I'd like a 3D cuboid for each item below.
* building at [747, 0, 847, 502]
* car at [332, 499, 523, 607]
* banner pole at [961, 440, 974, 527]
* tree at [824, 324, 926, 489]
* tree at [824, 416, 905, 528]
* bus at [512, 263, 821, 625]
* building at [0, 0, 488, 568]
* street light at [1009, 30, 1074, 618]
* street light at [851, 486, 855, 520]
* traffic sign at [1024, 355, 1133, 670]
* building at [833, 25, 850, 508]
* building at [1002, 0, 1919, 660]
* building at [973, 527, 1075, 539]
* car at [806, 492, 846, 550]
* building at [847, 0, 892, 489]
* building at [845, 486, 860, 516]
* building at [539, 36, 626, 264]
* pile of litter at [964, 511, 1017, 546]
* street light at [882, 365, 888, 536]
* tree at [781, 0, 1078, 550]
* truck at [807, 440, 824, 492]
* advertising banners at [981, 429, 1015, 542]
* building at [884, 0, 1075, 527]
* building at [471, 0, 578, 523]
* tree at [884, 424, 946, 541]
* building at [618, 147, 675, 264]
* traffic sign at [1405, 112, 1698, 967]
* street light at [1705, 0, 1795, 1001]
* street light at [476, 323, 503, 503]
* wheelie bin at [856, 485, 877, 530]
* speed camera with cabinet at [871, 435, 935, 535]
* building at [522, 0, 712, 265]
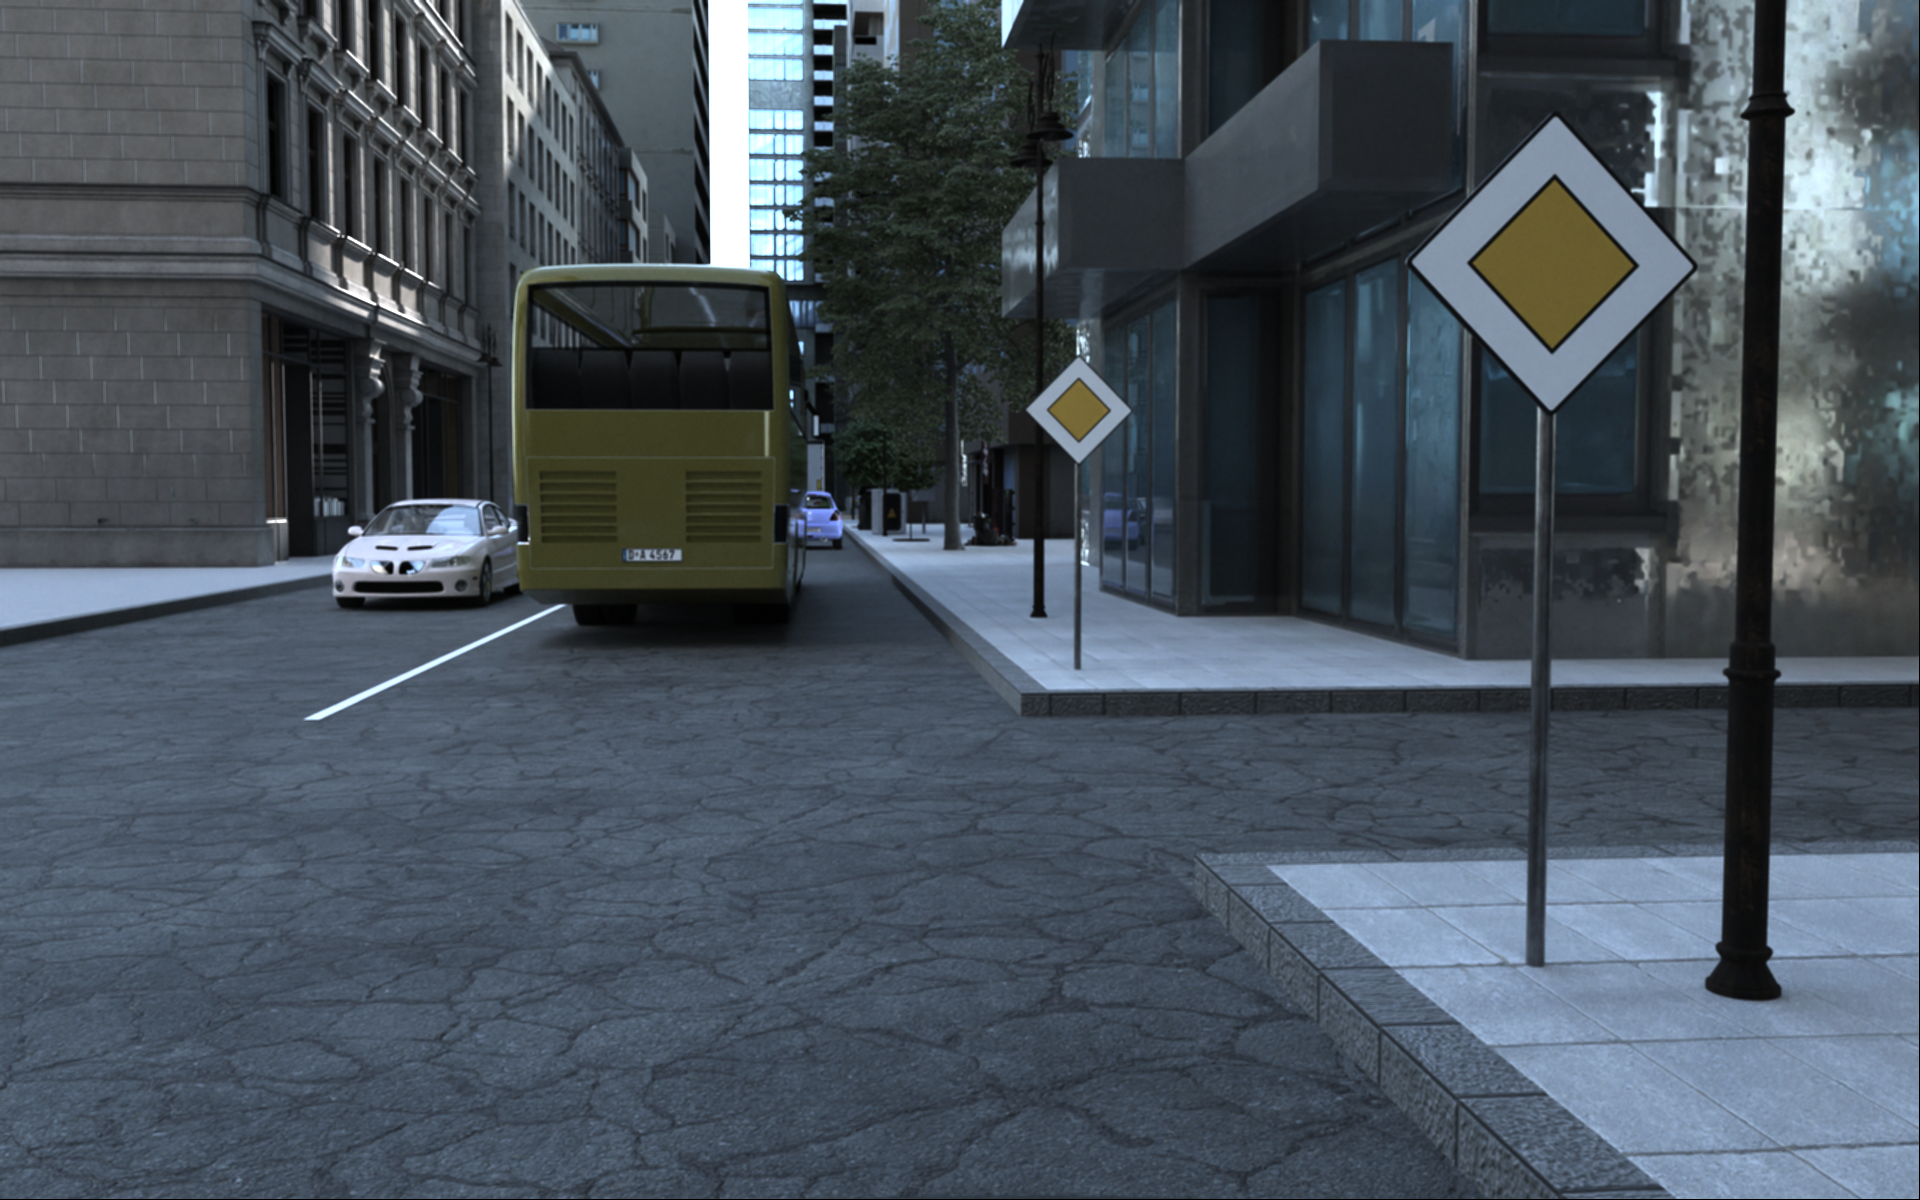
[{"bbox_3d":[-10.271,-53.097,180.805,31.000,86.520,22.319,0,4,-5],"label":"building"},{"bbox_3d":[-7.070,-0.679,23.458,2.083,1.381,4.827,0,4,-5],"label":"car"},{"bbox_3d":[0.251,-4.676,66.475,0.401,3.779,0.863,2,4,31],"label":"banner pole"},{"bbox_3d":[-3.350,-7.395,71.263,4.360,8.622,3.978,0,3,0],"label":"tree"},{"bbox_3d":[-3.549,-5.058,66.418,4.285,4.588,4.351,0,3,0],"label":"tree"},{"bbox_3d":[-3.263,-1.856,21.900,2.896,3.916,12.252,0,4,-4],"label":"bus"},{"bbox_3d":[-16.811,-10.992,30.630,10.553,20.767,40.483,0,4,-5],"label":"building"},{"bbox_3d":[0.823,-2.759,17.903,0.468,5.910,1.993,0,4,-5],"label":"street light"},{"bbox_3d":[-5.387,-6.992,87.109,0.468,5.910,1.993,0,4,-5],"label":"street light"},{"bbox_3d":[0.857,-0.548,12.609,0.795,2.450,0.064,0,4,-5],"label":"traffic sign"},{"bbox_3d":[-4.331,-28.873,155.669,14.154,41.232,14.086,0,4,-5],"label":"building"},{"bbox_3d":[15.745,-24.640,22.473,30.456,49.044,23.786,0,4,-5],"label":"building"},{"bbox_3d":[7.604,-24.769,55.078,14.600,45.320,14.200,0,4,-5],"label":"building"},{"bbox_3d":[-3.988,-2.226,45.981,1.945,1.707,3.694,0,4,-5],"label":"car"},{"bbox_3d":[4.930,-33.399,135.305,28.713,52.752,27.495,0,4,-5],"label":"building"},{"bbox_3d":[8.902,-25.581,110.130,32.217,40.220,23.993,0,4,-5],"label":"building"},{"bbox_3d":[-20.619,-13.915,76.667,9.793,20.994,18.267,0,4,-5],"label":"building"},{"bbox_3d":[0.714,-1.789,43.222,1.176,0.858,1.719,-2,4,-30],"label":"pile of litter"},{"bbox_3d":[-2.288,-4.887,52.688,0.468,5.910,1.993,0,4,-5],"label":"street light"},{"bbox_3d":[-0.164,-7.396,39.056,7.486,12.596,7.792,0,3,0],"label":"tree"},{"bbox_3d":[-8.884,-6.464,94.596,2.839,4.237,11.283,0,4,-7],"label":"truck"},{"bbox_3d":[0.992,-3.066,46.317,0.090,3.025,2.074,-1,4,-23],"label":"advertising banners"},{"bbox_3d":[3.679,-26.329,80.594,14.600,45.320,14.200,0,4,-5],"label":"building"},{"bbox_3d":[-19.419,-12.504,59.194,10.420,20.320,16.860,0,4,-5],"label":"building"},{"bbox_3d":[-1.433,-3.216,47.178,1.663,3.219,1.824,0,3,0],"label":"tree"},{"bbox_3d":[-31.396,-15.582,99.806,27.650,21.520,28.899,0,4,-5],"label":"building"},{"bbox_3d":[1.564,-0.062,4.655,0.795,2.450,0.064,0,4,-5],"label":"traffic sign"},{"bbox_3d":[2.022,-1.927,4.294,0.468,5.910,1.993,0,4,-5],"label":"street light"},{"bbox_3d":[-12.738,-4.540,47.017,0.468,5.910,1.993,0,4,-5],"label":"street light"},{"bbox_3d":[-3.219,-3.296,61.798,0.980,1.594,0.693,-2,4,-32],"label":"wheelie bin"},{"bbox_3d":[-1.806,-3.735,55.405,2.038,3.252,0.660,-2,4,-29],"label":"speed camera with cabinet"},{"bbox_3d":[-29.209,-30.628,124.476,21.300,48.544,21.600,0,4,-5],"label":"building"}]
